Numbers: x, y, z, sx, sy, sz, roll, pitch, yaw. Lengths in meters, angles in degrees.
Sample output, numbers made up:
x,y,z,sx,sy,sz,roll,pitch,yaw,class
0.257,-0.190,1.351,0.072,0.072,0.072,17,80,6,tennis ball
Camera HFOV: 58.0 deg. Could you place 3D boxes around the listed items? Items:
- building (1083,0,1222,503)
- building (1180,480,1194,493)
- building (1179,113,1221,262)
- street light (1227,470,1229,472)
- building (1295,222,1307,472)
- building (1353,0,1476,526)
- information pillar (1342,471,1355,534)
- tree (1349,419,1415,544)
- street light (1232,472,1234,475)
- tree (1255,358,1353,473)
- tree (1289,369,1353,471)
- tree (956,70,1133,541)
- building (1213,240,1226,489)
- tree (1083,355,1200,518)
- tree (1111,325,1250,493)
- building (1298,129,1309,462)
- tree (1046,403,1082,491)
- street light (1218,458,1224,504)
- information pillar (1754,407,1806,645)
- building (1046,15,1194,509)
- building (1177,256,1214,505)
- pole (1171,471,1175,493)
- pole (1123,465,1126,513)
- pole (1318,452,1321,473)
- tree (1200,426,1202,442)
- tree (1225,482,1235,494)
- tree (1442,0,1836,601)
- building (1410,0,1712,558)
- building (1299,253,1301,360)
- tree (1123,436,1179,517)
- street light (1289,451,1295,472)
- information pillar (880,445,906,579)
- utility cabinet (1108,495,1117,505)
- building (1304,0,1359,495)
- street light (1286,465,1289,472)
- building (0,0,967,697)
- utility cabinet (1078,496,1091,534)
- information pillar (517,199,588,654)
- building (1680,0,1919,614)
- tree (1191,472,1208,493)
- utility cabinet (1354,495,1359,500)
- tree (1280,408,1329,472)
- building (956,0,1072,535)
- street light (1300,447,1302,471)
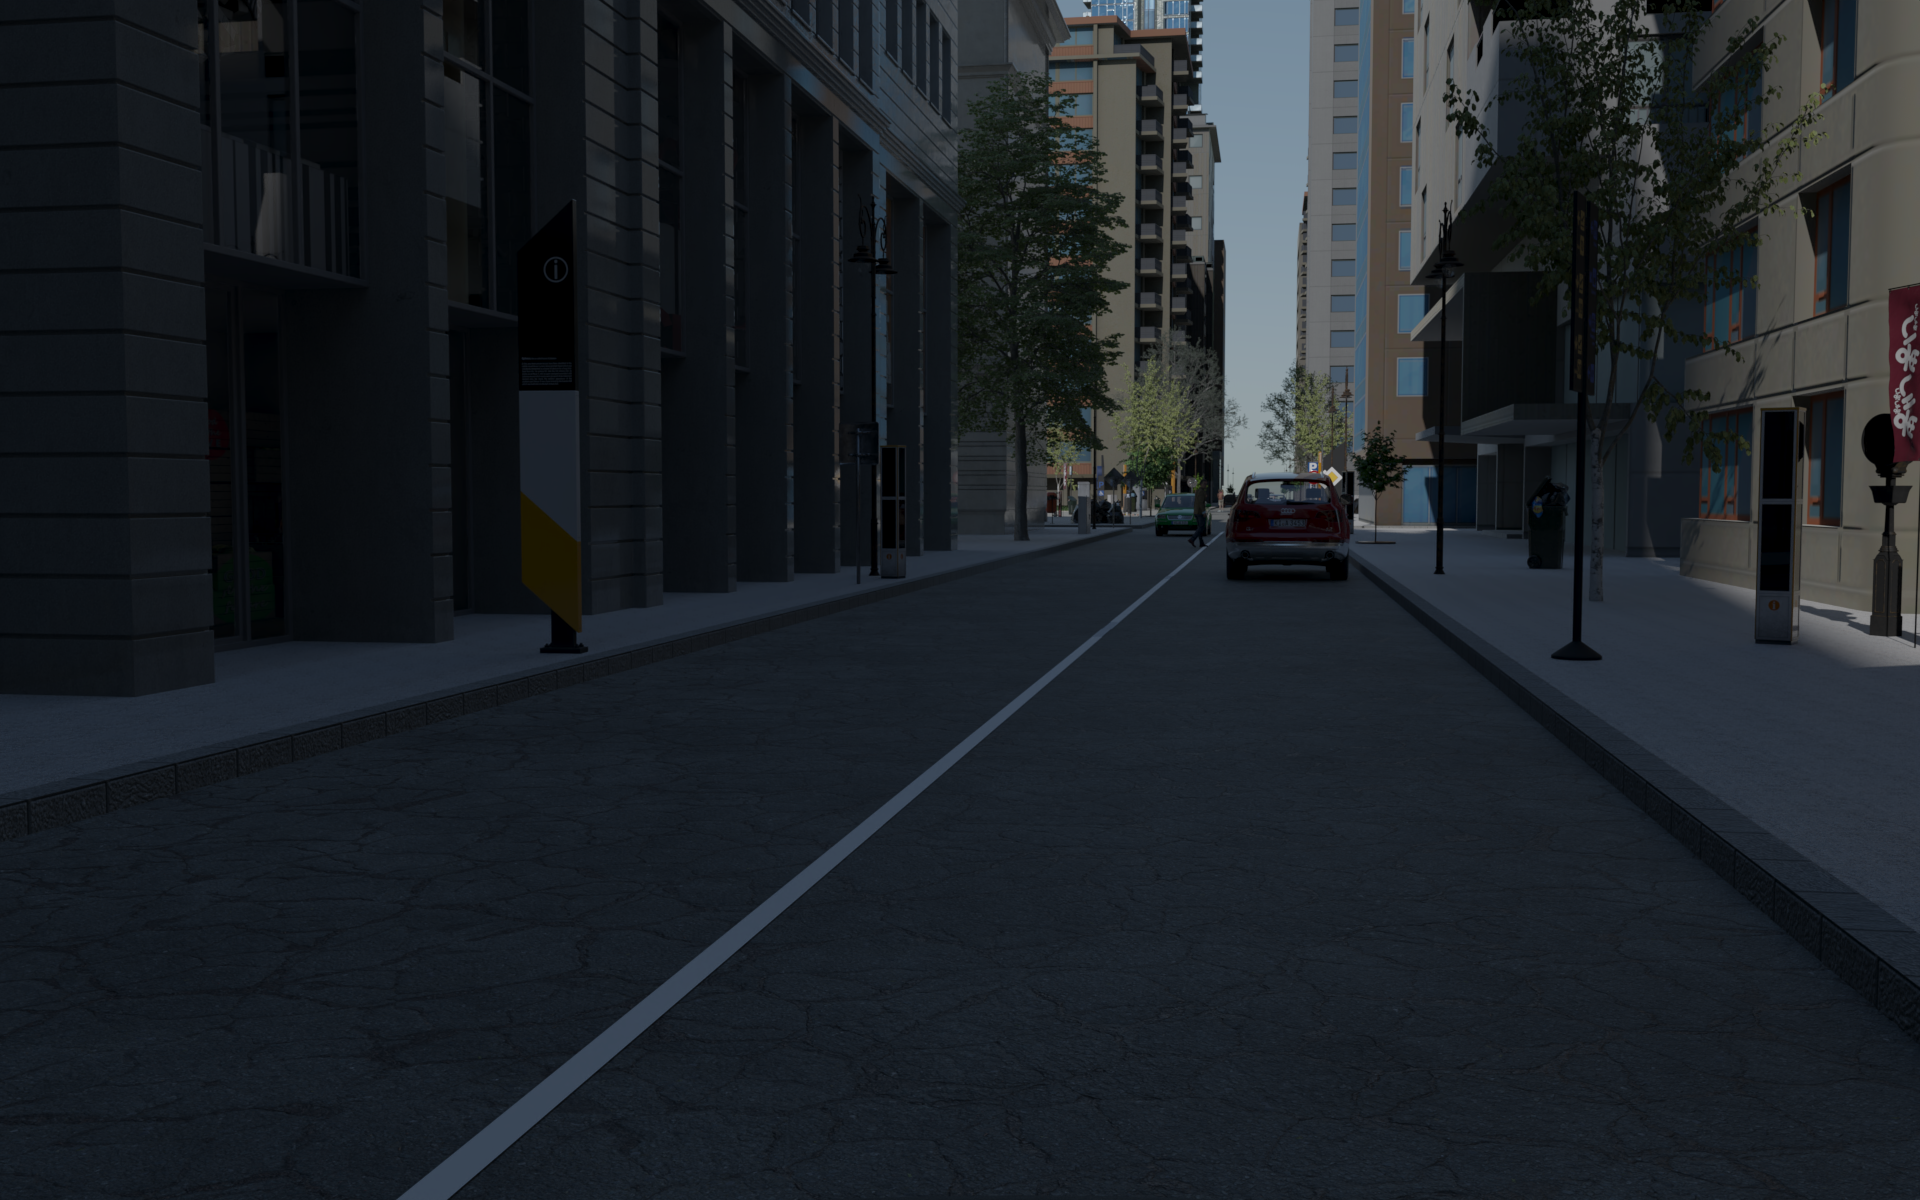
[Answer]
x,y,z,sx,sy,sz,roll,pitch,yaw,class
30.450,-58.742,273.096,22.319,86.520,31.000,1,4,10,building
10.028,-30.480,190.230,32.217,40.220,23.993,1,4,10,building
22.058,-40.156,245.787,28.713,52.752,27.495,1,4,10,building
41.184,-17.944,266.176,0.468,5.910,1.993,1,4,10,street light
67.086,-40.698,289.111,21.300,48.544,21.600,1,4,10,building
24.558,-25.922,73.940,14.200,45.320,14.600,1,4,10,building
12.431,-3.120,55.502,0.304,2.012,0.304,-1,4,-15,information pillar
10.895,-3.067,44.740,1.663,3.219,1.824,0,3,0,tree
47.488,-20.089,301.238,0.468,5.910,1.993,1,4,10,street light
23.758,-11.290,119.006,7.601,10.594,8.767,1,4,14,tree
21.084,-9.250,101.592,4.737,8.622,4.395,0,3,0,tree
1.349,-7.892,47.168,7.486,12.596,7.792,0,3,0,tree
38.129,-39.498,295.903,14.600,45.320,14.200,1,4,10,building
9.736,-8.693,92.501,4.737,8.622,4.395,0,3,0,tree
15.893,-13.206,126.290,12.009,13.543,11.850,0,3,0,tree
48.792,-32.614,187.864,22.147,44.769,28.867,1,4,10,building
7.990,-11.526,138.819,4.737,8.622,4.395,0,3,0,tree
34.830,-15.752,230.338,0.468,5.910,1.993,1,4,10,street light
7.016,-0.632,14.817,0.304,2.012,0.304,3,4,36,information pillar
10.471,-31.099,163.099,22.147,44.769,28.867,1,4,10,building
23.206,-26.723,208.627,14.160,30.474,14.107,1,4,10,building
16.393,-8.544,133.541,0.158,3.312,0.155,0,3,0,pole
11.406,-7.713,119.956,0.158,3.312,0.155,0,3,0,pole
17.379,-5.490,83.605,0.158,3.312,0.155,0,3,0,pole
13.187,-9.765,110.024,4.737,8.622,4.395,0,3,0,tree
44.481,-17.755,284.893,1.663,3.219,1.824,0,3,0,tree
7.614,-4.277,20.288,4.737,8.622,4.395,0,3,0,tree
26.830,-27.879,45.064,28.713,52.752,27.495,1,4,10,building
59.064,-36.017,243.494,22.147,44.769,28.867,1,4,10,building
10.781,-7.004,98.229,4.285,4.588,4.351,0,3,0,tree
35.630,-12.961,184.706,0.468,5.910,1.993,1,4,10,street light
-1.014,-1.332,26.273,0.304,2.012,0.304,1,4,23,information pillar
11.979,-7.643,136.130,0.306,1.237,1.020,2,4,34,utility cabinet
42.687,-37.756,159.307,21.231,58.520,28.212,1,4,10,building
42.002,-15.128,220.134,0.468,5.910,1.993,1,4,10,street light
-7.929,-15.165,25.435,11.434,29.767,29.804,1,4,10,building
4.024,-2.736,55.896,0.306,1.237,1.020,1,4,12,utility cabinet
-3.284,-1.380,13.911,0.504,3.616,0.183,0,4,8,information pillar
22.454,-10.095,10.099,27.650,21.520,28.899,1,4,10,building
21.458,-9.834,155.385,1.663,3.219,1.824,0,3,0,tree
28.270,-6.901,123.995,0.306,1.237,1.020,-1,4,-16,utility cabinet
27.787,-11.507,138.497,4.360,8.622,3.978,0,3,0,tree
-7.321,-13.710,60.319,21.152,22.565,11.583,1,4,10,building
29.411,-10.816,149.628,0.468,5.910,1.993,1,4,10,street light
